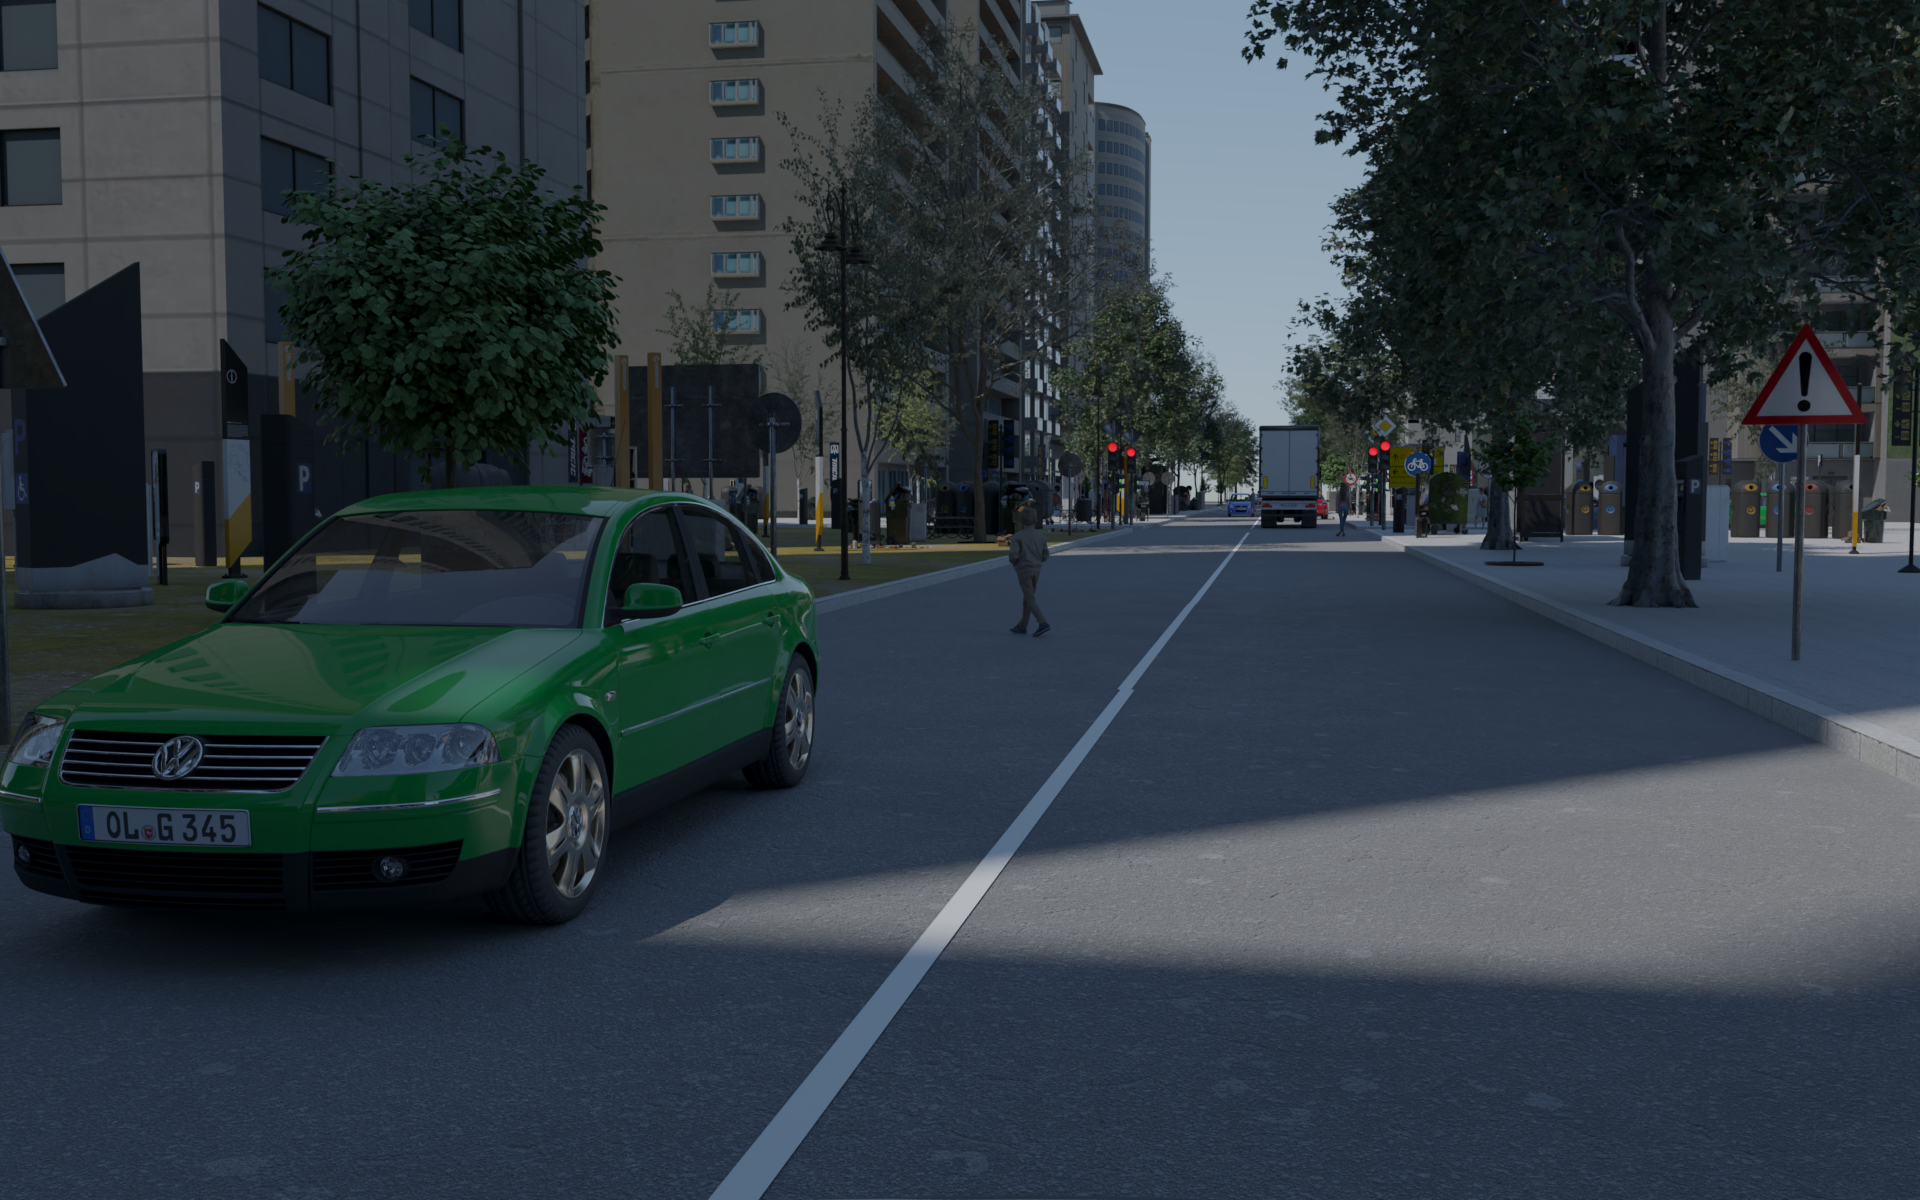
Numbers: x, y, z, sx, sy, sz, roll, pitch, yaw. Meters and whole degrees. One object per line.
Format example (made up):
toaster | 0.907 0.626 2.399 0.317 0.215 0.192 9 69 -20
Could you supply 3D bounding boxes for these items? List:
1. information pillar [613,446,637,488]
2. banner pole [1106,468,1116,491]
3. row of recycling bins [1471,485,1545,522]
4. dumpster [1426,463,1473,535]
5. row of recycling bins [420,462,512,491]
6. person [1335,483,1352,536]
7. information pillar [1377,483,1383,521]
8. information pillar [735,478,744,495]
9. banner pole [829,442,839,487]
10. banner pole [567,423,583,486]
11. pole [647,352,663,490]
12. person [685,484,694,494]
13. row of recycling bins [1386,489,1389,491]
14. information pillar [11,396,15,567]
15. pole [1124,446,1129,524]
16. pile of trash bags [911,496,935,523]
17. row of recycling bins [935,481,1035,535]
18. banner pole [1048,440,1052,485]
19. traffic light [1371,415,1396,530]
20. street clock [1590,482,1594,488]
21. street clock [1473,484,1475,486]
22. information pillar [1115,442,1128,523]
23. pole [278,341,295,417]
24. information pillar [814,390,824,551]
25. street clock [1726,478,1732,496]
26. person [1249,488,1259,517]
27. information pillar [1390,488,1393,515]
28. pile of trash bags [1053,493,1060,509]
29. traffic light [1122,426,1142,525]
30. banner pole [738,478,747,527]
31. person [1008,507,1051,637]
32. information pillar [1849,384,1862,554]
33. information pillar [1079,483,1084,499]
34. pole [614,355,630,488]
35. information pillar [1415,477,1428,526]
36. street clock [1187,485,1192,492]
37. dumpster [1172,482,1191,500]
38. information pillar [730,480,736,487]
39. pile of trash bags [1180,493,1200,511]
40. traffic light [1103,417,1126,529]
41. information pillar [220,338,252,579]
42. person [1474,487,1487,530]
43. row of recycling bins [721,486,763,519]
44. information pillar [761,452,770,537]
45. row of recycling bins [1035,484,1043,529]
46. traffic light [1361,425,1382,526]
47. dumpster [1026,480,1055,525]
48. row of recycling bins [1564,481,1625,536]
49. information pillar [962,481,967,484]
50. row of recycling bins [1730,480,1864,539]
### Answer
information pillar | -5.184 -1.367 26.844 0.304 2.012 0.304 -2 4 -29
banner pole | 12.348 -9.443 144.408 0.401 3.779 0.863 3 5 42
row of recycling bins | 24.988 -4.467 80.147 3.534 1.692 1.069 0 4 0
dumpster | 15.502 -3.227 55.253 1.502 2.255 1.985 1 4 10
row of recycling bins | -6.496 -0.976 23.068 1.069 1.692 3.534 -1 4 -9
person | 12.964 -3.059 58.529 0.555 1.821 0.388 0 4 -2
information pillar | 19.786 -5.499 81.264 0.183 3.616 0.504 0 4 -7
information pillar | -9.644 -5.200 76.366 0.504 3.616 0.183 0 4 3
banner pole | -5.178 -5.109 73.545 0.863 3.779 0.401 2 4 24
banner pole | -10.417 -3.488 47.050 0.401 3.779 0.863 1 4 22
pole | -4.404 -1.908 25.044 0.158 3.312 0.155 0 3 0
person | -11.083 -3.815 70.851 0.573 1.828 0.580 -2 4 -35
row of recycling bins | 29.196 -6.886 119.694 1.069 1.692 3.534 1 4 15
information pillar | -16.589 -2.391 30.439 0.183 3.616 0.504 -2 4 -28
pole | 7.059 -4.871 73.476 0.158 3.312 0.155 0 3 0
pile of trash bags | -1.711 -4.074 76.368 1.912 1.369 3.447 -3 5 -41
row of recycling bins | 0.619 -2.960 55.501 3.534 1.692 1.069 3 5 41
banner pole | 4.178 -5.532 80.472 0.401 3.779 0.863 -1 4 -9
traffic light | 15.078 -4.446 61.610 0.839 4.253 0.868 1 4 10
street clock | 36.697 -5.893 100.924 0.471 2.002 0.358 -2 4 -30
street clock | 35.845 -7.143 121.361 0.358 2.002 0.471 -3 5 -43
information pillar | 7.264 -5.254 77.262 0.504 3.616 0.183 1 4 19
pole | -9.030 -1.801 23.294 0.158 3.312 0.155 0 3 0
information pillar | -3.148 -2.898 38.736 0.183 3.616 0.504 -1 4 -15
street clock | 35.023 -4.551 78.984 0.358 2.002 0.471 2 4 24
person | 18.036 -5.989 106.449 0.654 1.822 0.581 3 5 41
information pillar | 25.938 -6.070 103.740 0.304 2.012 0.304 0 4 -1
pile of trash bags | 6.133 -7.754 136.523 3.447 1.369 1.912 0 4 -1
traffic light | 7.068 -5.031 71.181 0.839 4.253 0.868 1 4 10
banner pole | -6.103 -3.587 48.664 0.401 3.779 0.863 -2 4 -25
person | 0.684 -0.289 17.502 0.475 1.303 0.640 -3 5 -44
information pillar | 19.161 -2.793 37.016 0.183 3.616 0.504 2 4 24
information pillar | 7.890 -6.602 112.430 0.304 2.012 0.304 -1 4 -15
pole | -4.969 -1.937 25.510 0.158 3.312 0.155 0 3 0
information pillar | 15.155 -3.204 56.872 0.304 2.012 0.304 -2 4 -34
street clock | 19.039 -8.527 143.979 0.471 2.002 0.358 3 4 37
dumpster | 18.048 -8.496 141.407 1.502 2.255 1.985 1 4 10
information pillar | -11.706 -5.222 89.867 0.304 2.012 0.304 -3 5 -39
pile of trash bags | 17.850 -7.742 136.326 1.912 1.369 3.447 0 4 3
traffic light | 5.622 -4.551 63.328 0.839 4.253 0.868 1 4 10
information pillar | -11.025 -2.141 26.364 0.183 3.616 0.504 1 4 20
person | 19.798 -3.442 65.777 0.512 1.701 0.522 -2 4 -25
row of recycling bins | -10.948 -4.902 87.257 1.069 1.692 3.534 2 4 25
information pillar | -5.753 -3.666 51.295 0.183 3.616 0.504 -1 4 -18
row of recycling bins | 1.275 -3.452 63.549 3.534 1.692 1.069 0 4 -8
traffic light | 16.524 -4.926 69.463 0.839 4.253 0.868 1 4 10
dumpster | 3.237 -4.057 72.098 1.264 1.857 1.865 1 4 10
row of recycling bins | 20.616 -2.847 53.667 3.534 1.692 1.069 2 4 26
information pillar | 0.266 -5.862 100.330 0.304 2.012 0.304 0 4 1
row of recycling bins | 24.288 -2.643 50.333 3.534 1.692 1.069 2 4 34
